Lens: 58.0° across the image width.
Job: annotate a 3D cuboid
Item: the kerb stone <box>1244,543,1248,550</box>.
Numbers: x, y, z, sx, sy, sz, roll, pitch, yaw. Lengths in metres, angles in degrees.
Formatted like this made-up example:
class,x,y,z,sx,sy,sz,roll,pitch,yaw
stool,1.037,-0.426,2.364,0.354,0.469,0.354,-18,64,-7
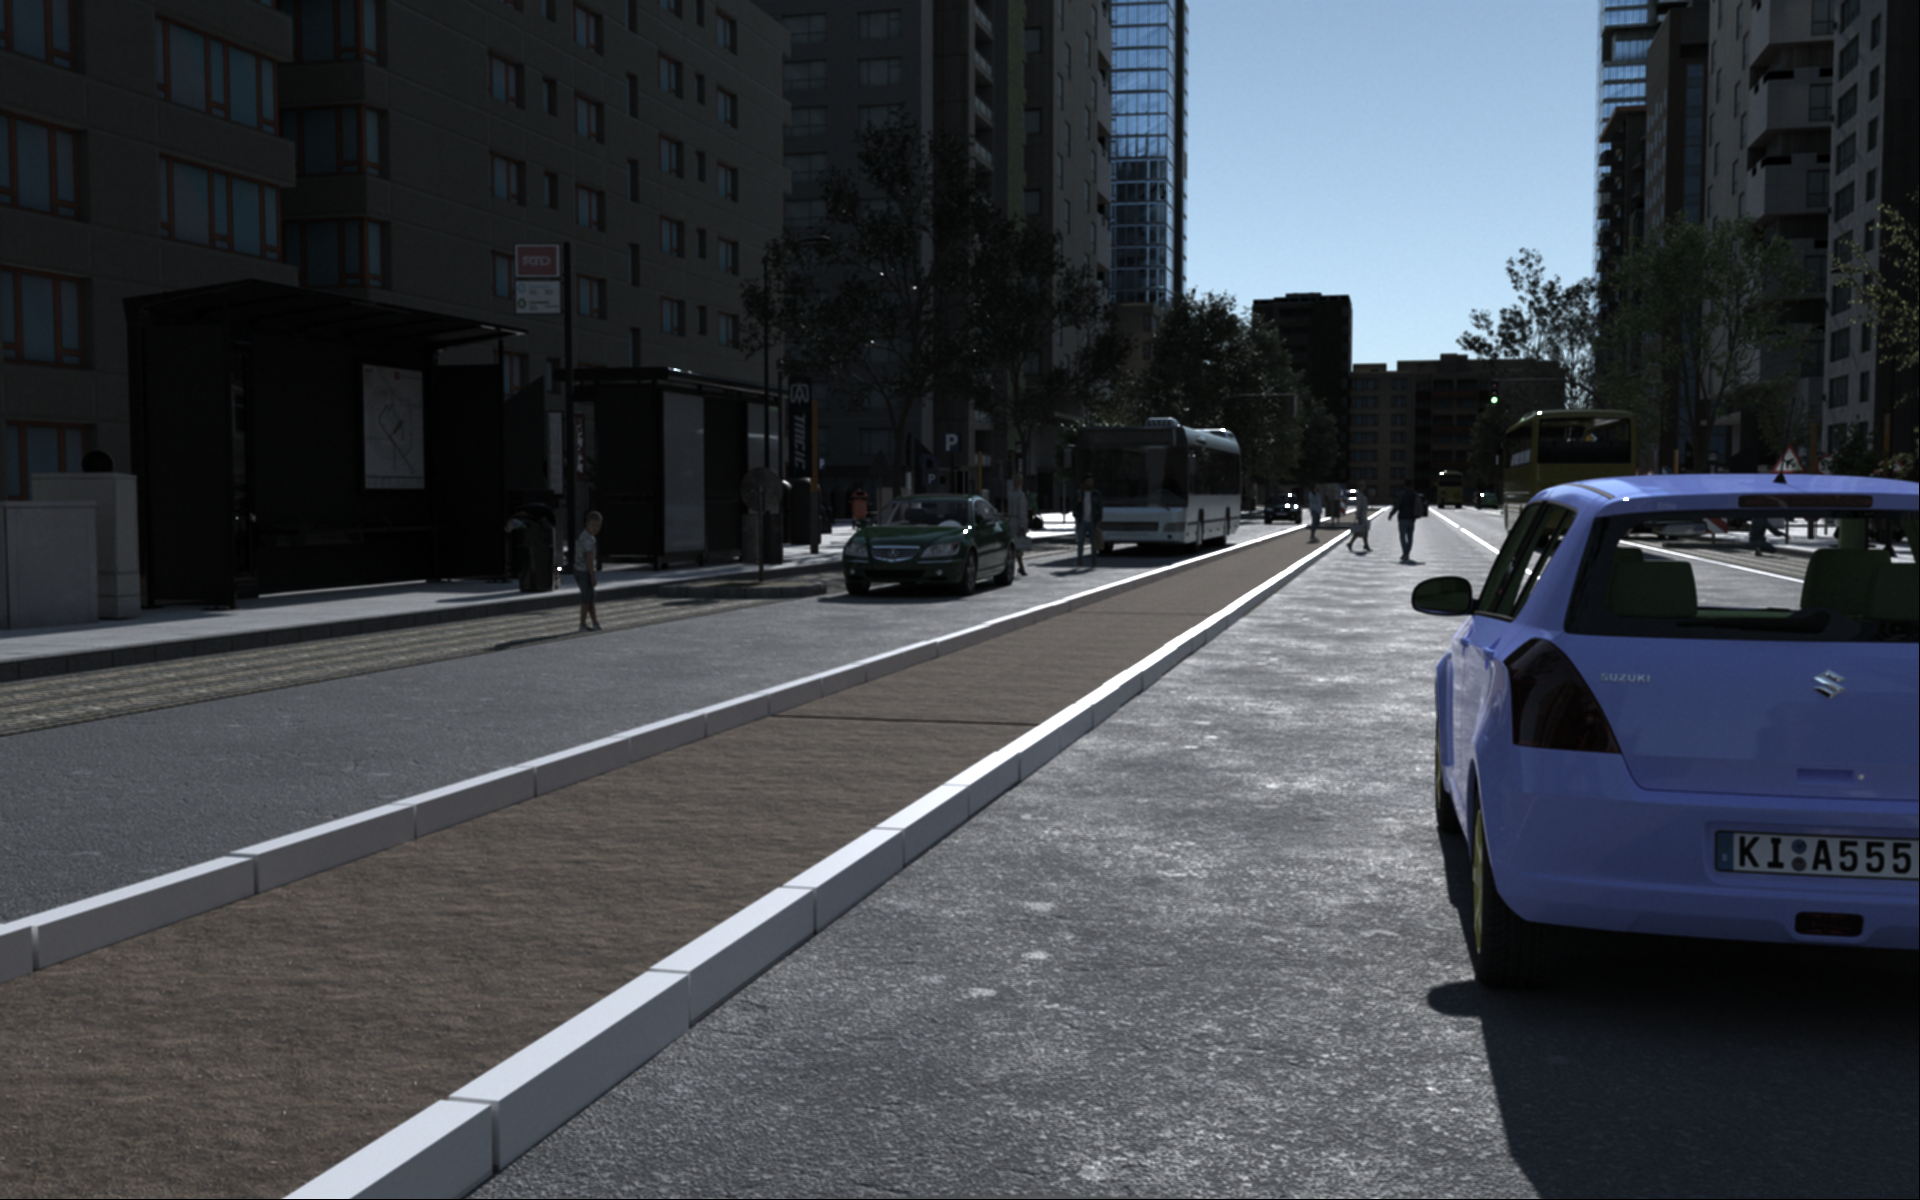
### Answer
class,x,y,z,sx,sy,sz,roll,pitch,yaw
kerb stone,7.040,-1.296,43.390,0.120,0.150,1.000,1,4,14

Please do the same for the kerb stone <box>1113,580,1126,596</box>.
class,x,y,z,sx,sy,sz,roll,pitch,yaw
kerb stone,2.171,-0.143,24.527,0.120,0.150,1.000,1,4,14

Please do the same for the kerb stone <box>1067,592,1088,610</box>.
class,x,y,z,sx,sy,sz,roll,pitch,yaw
kerb stone,1.408,0.039,21.550,0.120,0.150,1.000,1,4,14

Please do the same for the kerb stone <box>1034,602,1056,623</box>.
class,x,y,z,sx,sy,sz,roll,pitch,yaw
kerb stone,0.898,0.161,19.569,0.120,0.150,1.000,1,4,14

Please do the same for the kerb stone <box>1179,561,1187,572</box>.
class,x,y,z,sx,sy,sz,roll,pitch,yaw
kerb stone,3.963,-0.568,31.486,0.120,0.150,1.000,1,4,14

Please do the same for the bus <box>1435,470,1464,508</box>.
class,x,y,z,sx,sy,sz,roll,pitch,yaw
bus,50.936,-11.532,180.090,2.896,3.916,12.252,1,4,15

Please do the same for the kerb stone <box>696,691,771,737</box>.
class,x,y,z,sx,sy,sz,roll,pitch,yaw
kerb stone,-1.413,0.708,10.636,0.120,0.150,1.000,1,4,14

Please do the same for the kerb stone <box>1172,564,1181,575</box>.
class,x,y,z,sx,sy,sz,roll,pitch,yaw
kerb stone,3.716,-0.506,30.490,0.120,0.150,1.000,1,4,14

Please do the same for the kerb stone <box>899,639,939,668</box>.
class,x,y,z,sx,sy,sz,roll,pitch,yaw
kerb stone,-0.385,0.464,14.615,0.120,0.150,1.000,1,4,14

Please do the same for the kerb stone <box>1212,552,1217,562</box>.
class,x,y,z,sx,sy,sz,roll,pitch,yaw
kerb stone,5.247,-0.872,36.449,0.120,0.150,1.000,1,4,14

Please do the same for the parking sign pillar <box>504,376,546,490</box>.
class,x,y,z,sx,sy,sz,roll,pitch,yaw
parking sign pillar,-10.082,-3.105,39.234,1.447,3.967,1.447,-3,4,-38

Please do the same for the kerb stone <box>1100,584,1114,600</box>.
class,x,y,z,sx,sy,sz,roll,pitch,yaw
kerb stone,1.916,-0.082,23.530,0.120,0.150,1.000,1,4,14

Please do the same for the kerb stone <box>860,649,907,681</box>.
class,x,y,z,sx,sy,sz,roll,pitch,yaw
kerb stone,-0.637,0.525,13.618,0.120,0.150,1.000,1,4,14

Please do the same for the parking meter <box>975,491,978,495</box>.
class,x,y,z,sx,sy,sz,roll,pitch,yaw
parking meter,1.018,-5.227,93.870,0.372,1.533,0.369,0,3,0

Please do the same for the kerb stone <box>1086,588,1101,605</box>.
class,x,y,z,sx,sy,sz,roll,pitch,yaw
kerb stone,1.660,-0.021,22.541,0.120,0.150,1.000,1,4,14

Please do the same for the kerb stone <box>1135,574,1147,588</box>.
class,x,y,z,sx,sy,sz,roll,pitch,yaw
kerb stone,2.688,-0.264,26.519,0.120,0.150,1.000,1,4,14

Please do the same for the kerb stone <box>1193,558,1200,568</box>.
class,x,y,z,sx,sy,sz,roll,pitch,yaw
kerb stone,4.473,-0.689,33.466,0.120,0.150,1.000,1,4,14

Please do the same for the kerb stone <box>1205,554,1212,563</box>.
class,x,y,z,sx,sy,sz,roll,pitch,yaw
kerb stone,4.993,-0.809,35.454,0.120,0.150,1.000,1,4,14

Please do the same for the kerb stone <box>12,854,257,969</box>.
class,x,y,z,sx,sy,sz,roll,pitch,yaw
kerb stone,-2.688,1.019,5.678,0.120,0.150,1.000,1,4,14

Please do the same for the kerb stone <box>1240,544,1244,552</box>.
class,x,y,z,sx,sy,sz,roll,pitch,yaw
kerb stone,6.789,-1.236,42.399,0.120,0.150,1.000,1,4,14

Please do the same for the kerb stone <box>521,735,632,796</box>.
class,x,y,z,sx,sy,sz,roll,pitch,yaw
kerb stone,-1.923,0.829,8.646,0.120,0.150,1.000,1,4,14

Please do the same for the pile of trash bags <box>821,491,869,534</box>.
class,x,y,z,sx,sy,sz,roll,pitch,yaw
pile of trash bags,-4.678,-2.862,56.547,3.447,1.369,1.912,-1,4,-14

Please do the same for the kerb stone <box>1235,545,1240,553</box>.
class,x,y,z,sx,sy,sz,roll,pitch,yaw
kerb stone,6.527,-1.174,41.410,0.120,0.150,1.000,1,4,14

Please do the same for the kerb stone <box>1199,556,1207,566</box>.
class,x,y,z,sx,sy,sz,roll,pitch,yaw
kerb stone,4.739,-0.750,34.463,0.120,0.150,1.000,1,4,14

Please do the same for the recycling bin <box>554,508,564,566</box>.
class,x,y,z,sx,sy,sz,roll,pitch,yaw
recycling bin,-7.509,-1.108,30.663,0.722,1.027,0.722,1,4,18

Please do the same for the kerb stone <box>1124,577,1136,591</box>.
class,x,y,z,sx,sy,sz,roll,pitch,yaw
kerb stone,2.427,-0.200,25.521,0.120,0.150,1.000,1,4,14

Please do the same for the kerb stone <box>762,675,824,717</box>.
class,x,y,z,sx,sy,sz,roll,pitch,yaw
kerb stone,-1.151,0.647,11.624,0.120,0.150,1.000,1,4,14

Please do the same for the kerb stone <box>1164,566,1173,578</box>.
class,x,y,z,sx,sy,sz,roll,pitch,yaw
kerb stone,3.454,-0.447,29.502,0.120,0.150,1.000,1,4,14

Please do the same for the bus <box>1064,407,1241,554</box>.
class,x,y,z,sx,sy,sz,roll,pitch,yaw
bus,5.266,-3.034,44.468,2.948,3.499,13.247,1,4,15

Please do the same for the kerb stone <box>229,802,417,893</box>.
class,x,y,z,sx,sy,sz,roll,pitch,yaw
kerb stone,-2.431,0.950,6.666,0.120,0.150,1.000,1,4,14

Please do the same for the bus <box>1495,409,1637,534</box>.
class,x,y,z,sx,sy,sz,roll,pitch,yaw
bus,17.214,-3.556,49.689,2.896,3.916,12.252,1,4,14

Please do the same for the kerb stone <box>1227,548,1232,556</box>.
class,x,y,z,sx,sy,sz,roll,pitch,yaw
kerb stone,6.017,-1.054,39.426,0.120,0.150,1.000,1,4,14

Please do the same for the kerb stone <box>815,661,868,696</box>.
class,x,y,z,sx,sy,sz,roll,pitch,yaw
kerb stone,-0.897,0.589,12.627,0.120,0.150,1.000,1,4,14

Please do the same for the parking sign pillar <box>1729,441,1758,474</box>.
class,x,y,z,sx,sy,sz,roll,pitch,yaw
parking sign pillar,39.280,-6.018,86.861,1.447,3.967,1.447,2,4,25

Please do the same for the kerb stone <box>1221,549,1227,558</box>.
class,x,y,z,sx,sy,sz,roll,pitch,yaw
kerb stone,5.760,-0.991,38.436,0.120,0.150,1.000,1,4,14

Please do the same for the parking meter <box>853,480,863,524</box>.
class,x,y,z,sx,sy,sz,roll,pitch,yaw
parking meter,-4.364,-4.191,74.233,0.399,1.863,0.255,-1,4,-21

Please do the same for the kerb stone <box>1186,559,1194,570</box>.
class,x,y,z,sx,sy,sz,roll,pitch,yaw
kerb stone,4.224,-0.629,32.474,0.120,0.150,1.000,1,4,14

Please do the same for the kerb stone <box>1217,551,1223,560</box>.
class,x,y,z,sx,sy,sz,roll,pitch,yaw
kerb stone,5.512,-0.932,37.442,0.120,0.150,1.000,1,4,14

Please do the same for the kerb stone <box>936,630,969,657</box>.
class,x,y,z,sx,sy,sz,roll,pitch,yaw
kerb stone,-0.119,0.410,15.606,0.120,0.150,1.000,1,4,14

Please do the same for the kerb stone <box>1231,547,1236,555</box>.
class,x,y,z,sx,sy,sz,roll,pitch,yaw
kerb stone,6.268,-1.108,40.419,0.120,0.150,1.000,1,4,14

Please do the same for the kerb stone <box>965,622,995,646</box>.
class,x,y,z,sx,sy,sz,roll,pitch,yaw
kerb stone,0.135,0.350,16.597,0.120,0.150,1.000,1,4,14

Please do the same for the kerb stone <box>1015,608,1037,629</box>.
class,x,y,z,sx,sy,sz,roll,pitch,yaw
kerb stone,0.638,0.224,18.580,0.120,0.150,1.000,1,4,14

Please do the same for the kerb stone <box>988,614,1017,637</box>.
class,x,y,z,sx,sy,sz,roll,pitch,yaw
kerb stone,0.383,0.282,17.590,0.120,0.150,1.000,1,4,14

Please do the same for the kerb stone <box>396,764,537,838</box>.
class,x,y,z,sx,sy,sz,roll,pitch,yaw
kerb stone,-2.181,0.889,7.657,0.120,0.150,1.000,1,4,14

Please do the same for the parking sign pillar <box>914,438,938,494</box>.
class,x,y,z,sx,sy,sz,roll,pitch,yaw
parking sign pillar,-1.603,-5.838,83.929,1.447,3.967,1.447,3,5,44

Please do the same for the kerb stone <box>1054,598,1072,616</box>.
class,x,y,z,sx,sy,sz,roll,pitch,yaw
kerb stone,1.146,0.109,20.561,0.120,0.150,1.000,1,4,14

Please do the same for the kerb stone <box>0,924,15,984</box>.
class,x,y,z,sx,sy,sz,roll,pitch,yaw
kerb stone,-2.940,1.071,4.679,0.120,0.150,1.000,1,4,14

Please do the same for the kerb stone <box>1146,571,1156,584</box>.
class,x,y,z,sx,sy,sz,roll,pitch,yaw
kerb stone,2.941,-0.325,27.510,0.120,0.150,1.000,1,4,14

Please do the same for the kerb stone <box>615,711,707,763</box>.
class,x,y,z,sx,sy,sz,roll,pitch,yaw
kerb stone,-1.674,0.768,9.642,0.120,0.150,1.000,1,4,14

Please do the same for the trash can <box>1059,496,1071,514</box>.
class,x,y,z,sx,sy,sz,roll,pitch,yaw
trash can,6.775,-6.129,111.869,0.748,1.137,0.748,0,3,0

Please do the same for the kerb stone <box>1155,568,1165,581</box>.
class,x,y,z,sx,sy,sz,roll,pitch,yaw
kerb stone,3.205,-0.386,28.510,0.120,0.150,1.000,1,4,14

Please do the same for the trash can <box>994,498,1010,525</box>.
class,x,y,z,sx,sy,sz,roll,pitch,yaw
trash can,1.692,-3.481,68.564,0.748,1.137,0.748,0,3,0
